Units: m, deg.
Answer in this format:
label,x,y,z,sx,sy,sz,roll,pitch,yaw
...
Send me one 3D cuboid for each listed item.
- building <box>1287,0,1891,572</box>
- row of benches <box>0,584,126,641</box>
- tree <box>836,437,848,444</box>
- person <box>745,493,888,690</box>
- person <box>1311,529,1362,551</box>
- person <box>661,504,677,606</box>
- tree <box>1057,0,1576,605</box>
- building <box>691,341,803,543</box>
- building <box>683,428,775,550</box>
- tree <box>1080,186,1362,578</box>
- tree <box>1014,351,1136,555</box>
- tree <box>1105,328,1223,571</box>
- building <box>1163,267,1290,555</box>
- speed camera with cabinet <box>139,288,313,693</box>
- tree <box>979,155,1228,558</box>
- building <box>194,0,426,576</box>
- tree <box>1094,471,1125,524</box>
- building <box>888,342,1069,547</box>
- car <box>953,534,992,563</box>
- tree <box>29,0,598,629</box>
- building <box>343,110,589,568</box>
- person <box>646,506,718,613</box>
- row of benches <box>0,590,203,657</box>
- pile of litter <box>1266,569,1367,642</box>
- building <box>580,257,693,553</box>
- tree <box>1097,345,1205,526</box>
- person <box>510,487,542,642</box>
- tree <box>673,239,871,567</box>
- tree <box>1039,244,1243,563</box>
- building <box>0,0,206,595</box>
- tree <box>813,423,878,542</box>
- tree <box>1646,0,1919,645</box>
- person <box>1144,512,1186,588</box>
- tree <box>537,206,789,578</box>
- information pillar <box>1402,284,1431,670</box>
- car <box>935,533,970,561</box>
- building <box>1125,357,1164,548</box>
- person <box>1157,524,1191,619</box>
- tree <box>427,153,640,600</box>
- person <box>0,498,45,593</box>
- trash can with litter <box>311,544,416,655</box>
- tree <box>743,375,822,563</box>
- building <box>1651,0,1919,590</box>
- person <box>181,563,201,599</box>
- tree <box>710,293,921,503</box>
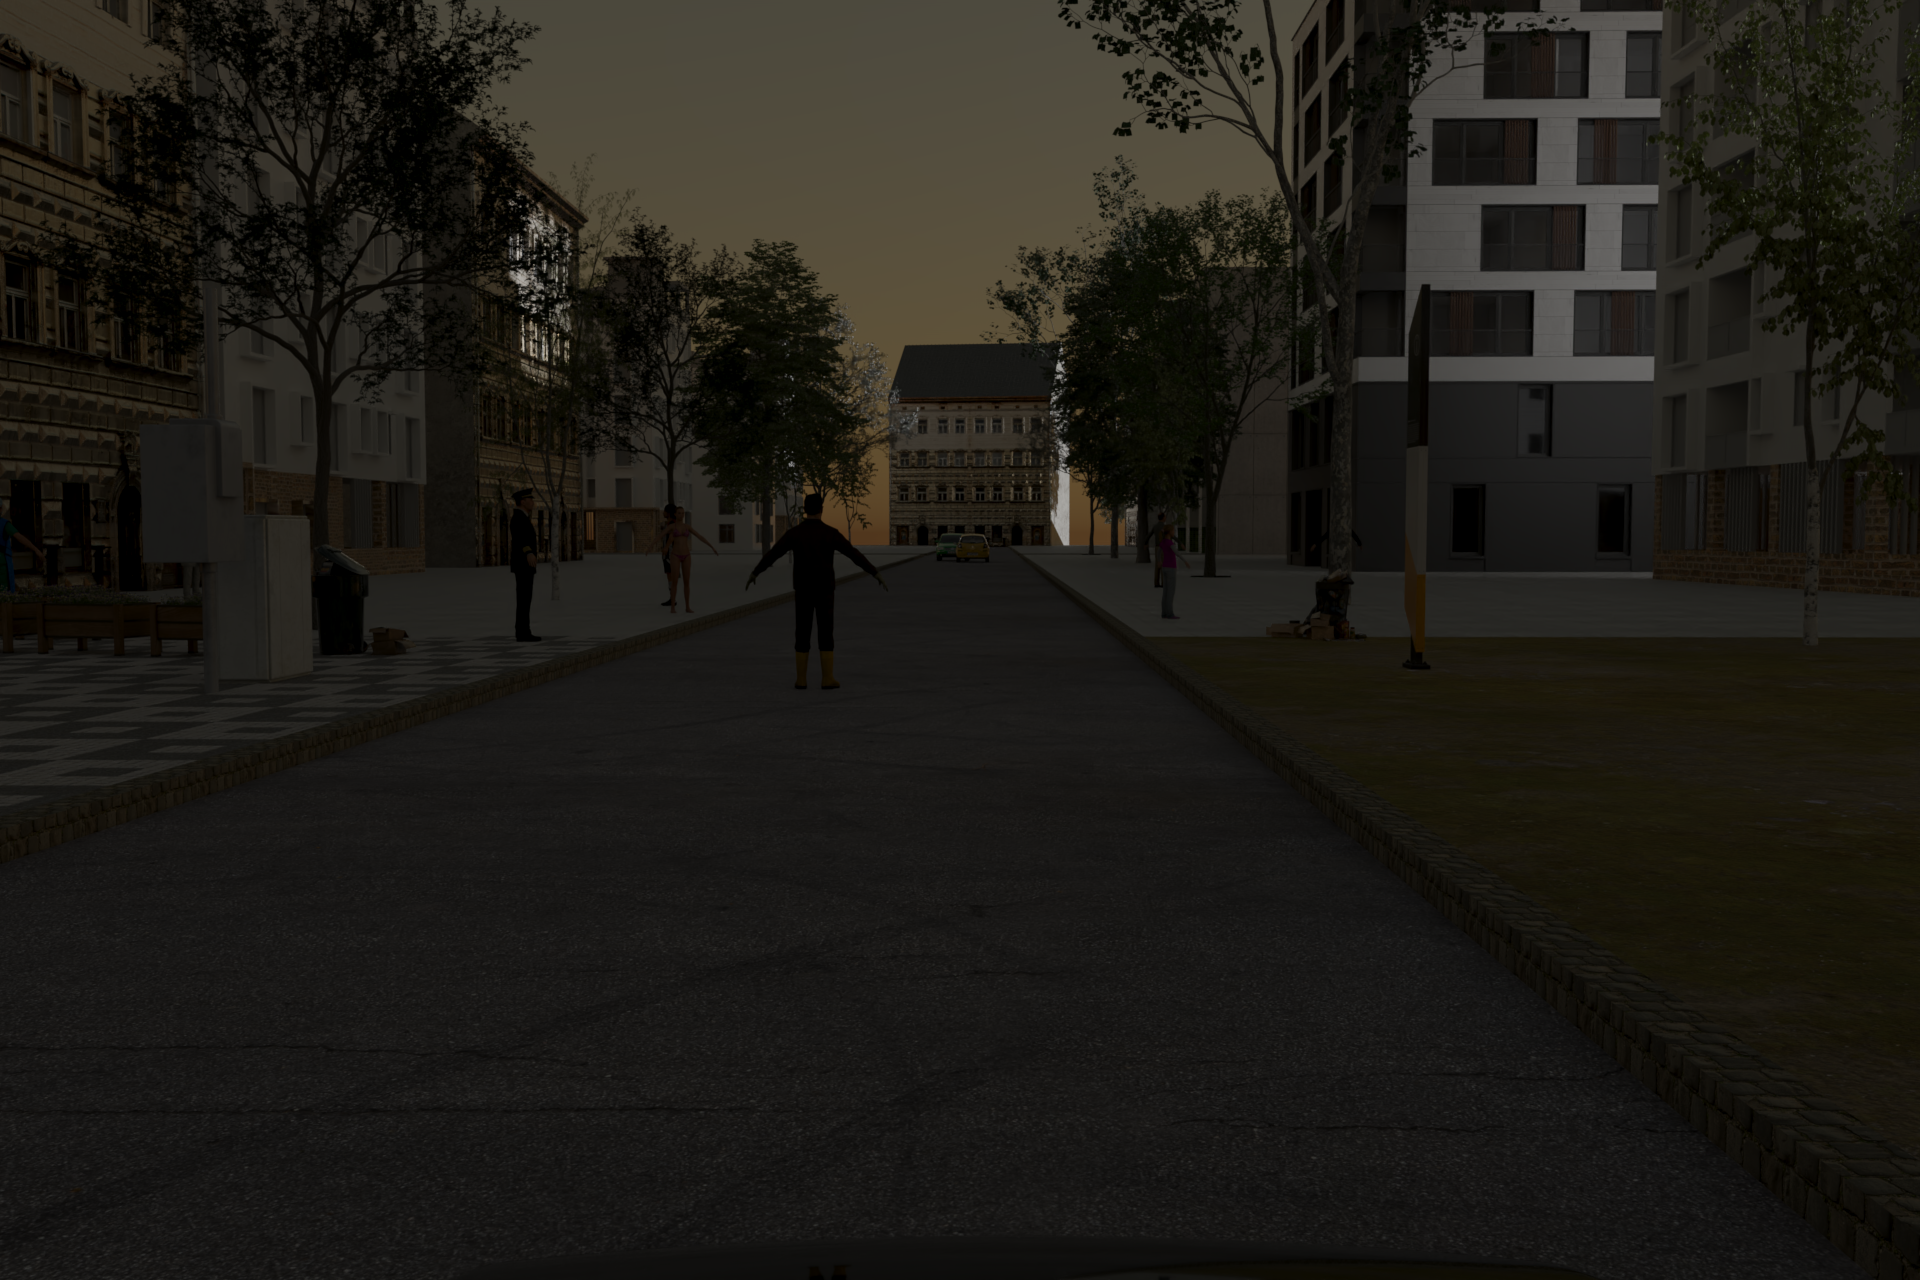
label,x,y,z,sx,sy,sz,roll,pitch,yaw
building,27.652,-14.062,73.896,27.936,21.610,32.646,0,4,1
row of benches,-12.218,-0.358,21.312,4.104,0.672,1.422,0,4,6
tree,-18.584,-20.959,198.574,12.611,20.169,13.585,0,3,0
person,-1.344,-0.455,16.042,1.346,1.812,0.704,0,4,6
person,8.602,-2.028,39.345,1.347,1.806,0.705,-1,4,-20
person,-5.209,-1.521,31.005,0.704,1.843,1.345,-1,4,-9
tree,6.227,-10.773,32.029,12.611,20.169,13.585,0,3,0
building,-21.629,-19.070,168.213,16.016,20.090,11.380,0,4,1
building,-20.433,-12.725,150.199,9.099,9.664,28.070,0,4,1
tree,7.578,-7.667,51.110,9.928,11.665,9.643,0,3,0
tree,8.209,-11.962,105.949,12.009,13.543,11.850,0,3,0
tree,7.339,-6.729,60.387,4.737,8.622,4.395,0,3,0
building,24.574,-15.704,123.216,16.747,18.905,31.486,0,4,1
speed camera with cabinet,-6.209,-1.247,14.731,0.660,3.252,2.038,0,4,1
tree,7.291,-14.287,89.481,12.611,20.169,13.585,0,3,0
building,-23.109,-11.520,44.765,16.016,20.090,11.380,0,4,1
tree,19.529,-17.669,195.539,9.857,13.997,8.962,0,3,0
building,2.591,-22.340,198.646,18.063,23.208,19.493,1,4,10
car,0.657,-4.799,88.687,2.015,1.641,3.980,0,4,1
tree,-8.349,-5.430,23.188,7.601,10.594,8.767,-3,5,-40
building,-27.526,-14.877,74.175,19.493,23.208,18.063,0,3,0
person,-4.517,-1.304,28.116,1.217,1.733,0.721,-2,4,-26
row of benches,-9.328,-0.194,18.640,4.104,0.672,1.422,1,4,16
pile of litter,4.412,-0.459,21.468,1.176,0.858,1.719,0,4,0
building,-25.736,-16.090,119.496,16.016,20.090,11.380,0,4,2
tree,7.944,-7.086,66.222,4.360,8.622,3.978,0,3,0
person,-5.184,-0.904,20.714,0.705,1.837,1.347,-1,4,-14
tree,-7.292,-9.089,66.731,7.486,12.596,7.792,0,3,0
tree,8.158,-10.371,76.213,9.857,13.997,8.962,0,3,0
building,-27.373,-12.304,32.093,19.493,23.208,18.063,0,3,0
tree,-6.757,-9.443,104.756,4.737,8.622,4.395,0,3,0
tree,9.996,-4.234,19.590,4.737,8.622,4.395,0,3,0
person,4.839,-2.150,41.425,0.705,1.796,1.348,-3,4,-39
tree,-8.622,-7.080,50.174,7.601,10.594,8.767,-1,4,-23
information pillar,4.362,-1.540,16.527,0.183,3.616,0.504,0,4,1
car,-0.355,-5.166,93.254,1.959,1.807,4.718,0,4,1
building,26.320,-20.799,170.986,19.493,23.208,18.063,0,4,1
person,3.212,-1.033,26.160,0.599,1.433,0.991,-1,4,-20
tree,-7.759,-5.071,33.278,4.360,8.622,3.978,0,3,0
person,-13.838,-1.150,24.925,1.347,1.817,0.704,1,4,9
trash can with litter,-6.380,-0.438,18.547,1.055,1.170,0.624,0,4,2
tree,-7.581,-7.659,75.595,4.737,8.622,4.395,0,3,0
building,24.442,-11.614,46.310,16.016,20.090,11.380,0,4,1
person,-15.196,-1.719,34.291,0.705,1.806,1.347,1,4,21
tree,-7.105,-10.829,87.426,12.009,13.543,11.850,0,3,0
